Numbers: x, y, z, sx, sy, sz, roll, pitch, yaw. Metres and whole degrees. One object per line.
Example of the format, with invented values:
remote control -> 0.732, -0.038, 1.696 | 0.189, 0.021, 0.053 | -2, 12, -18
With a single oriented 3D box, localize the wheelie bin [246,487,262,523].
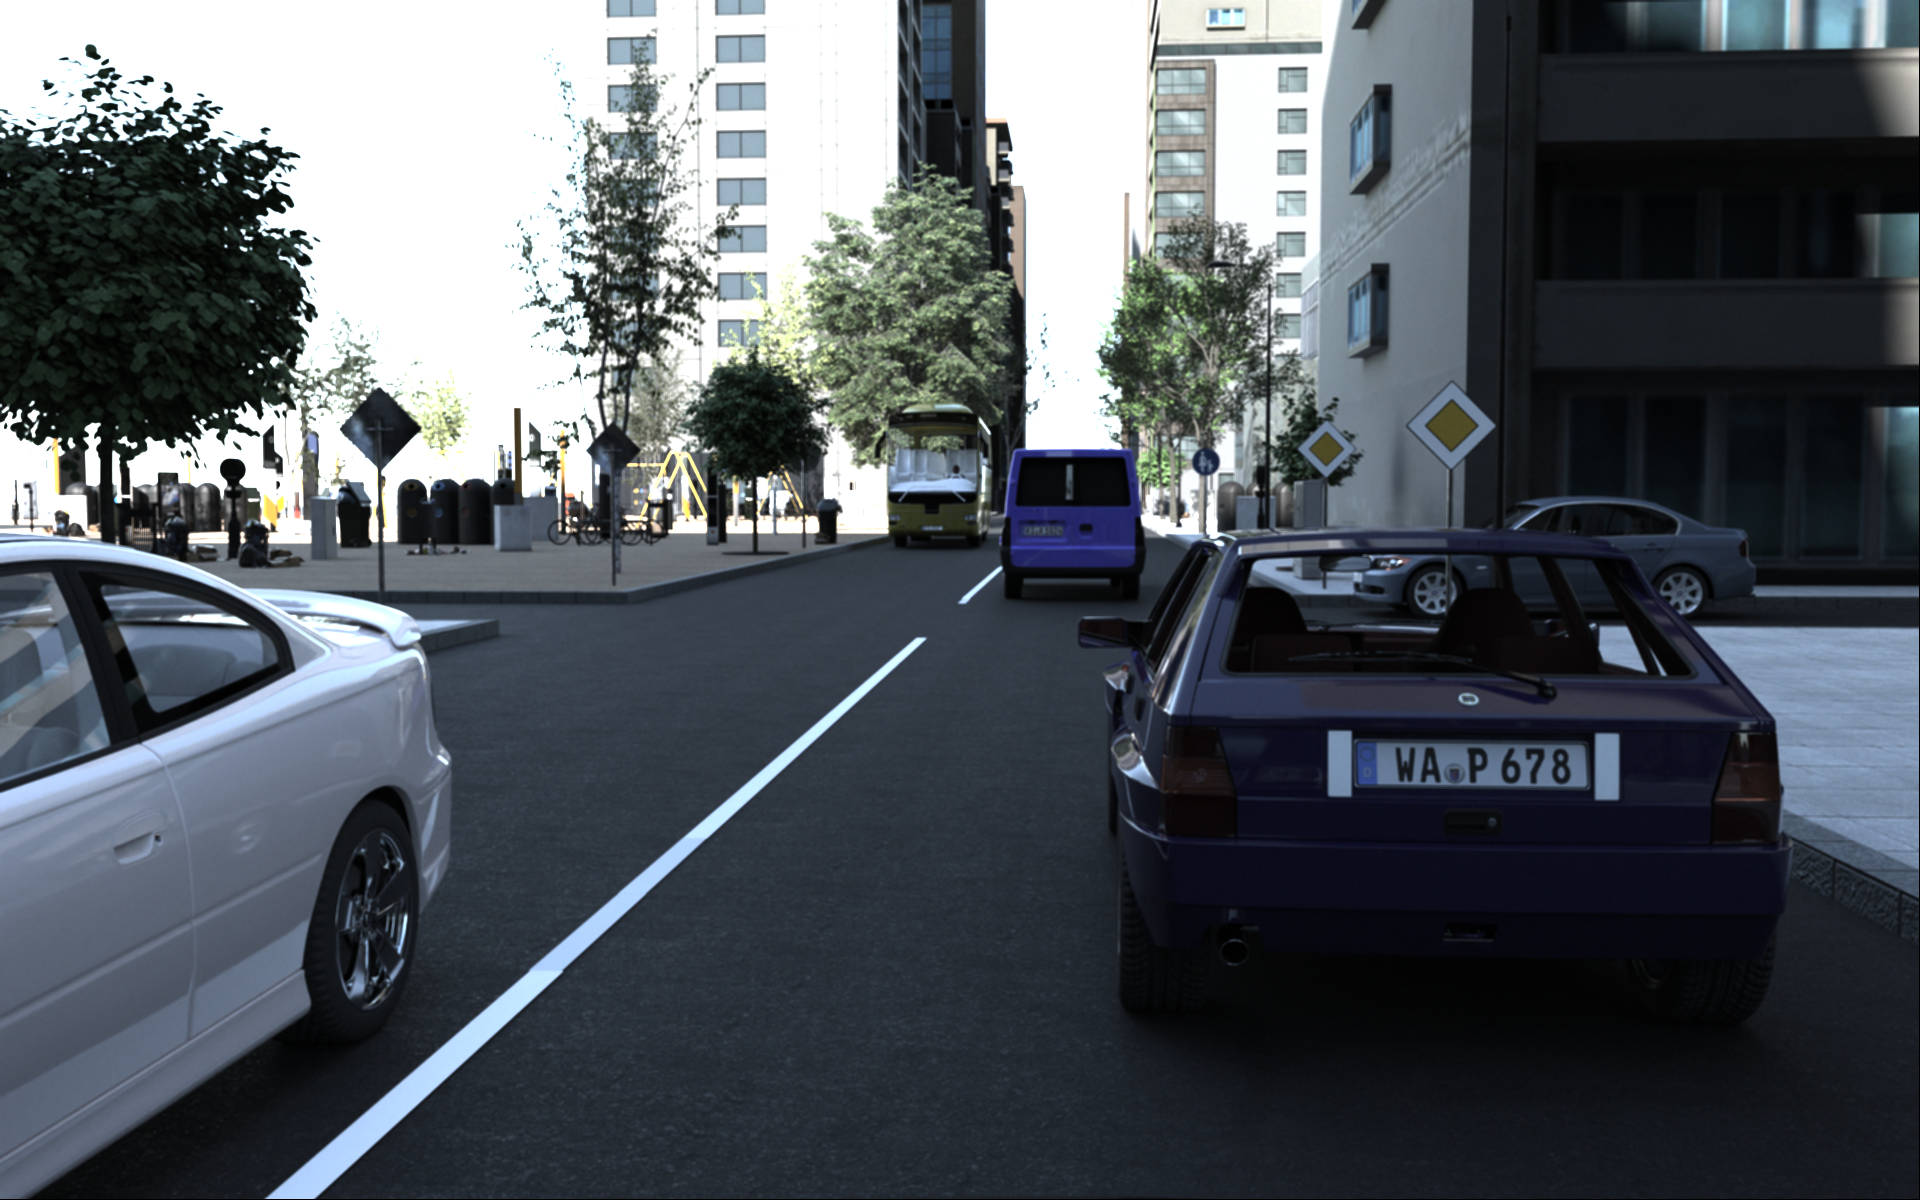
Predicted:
wheelie bin -> -30.172, -4.016, 73.566 | 0.693, 1.594, 0.980 | 3, 5, 42

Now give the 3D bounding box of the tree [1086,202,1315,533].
tree -> 7.710, -7.468, 56.515 | 8.767, 10.594, 7.601 | 3, 5, 41

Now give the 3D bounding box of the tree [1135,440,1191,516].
tree -> 12.035, -7.303, 103.125 | 4.285, 4.588, 4.351 | 0, 3, 0

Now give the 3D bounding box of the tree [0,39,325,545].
tree -> -6.250, -1.778, 12.780 | 4.285, 4.588, 4.351 | 0, 3, 0

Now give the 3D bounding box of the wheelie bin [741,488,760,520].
wheelie bin -> -10.525, -4.835, 86.959 | 0.980, 1.594, 0.693 | -1, 4, -10

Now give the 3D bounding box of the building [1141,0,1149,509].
building -> 22.783, -30.570, 149.923 | 14.600, 45.320, 14.200 | 0, 4, 4

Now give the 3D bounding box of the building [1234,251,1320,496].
building -> 24.860, -46.632, 75.110 | 22.319, 86.520, 31.000 | 0, 4, 4

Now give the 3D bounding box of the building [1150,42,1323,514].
building -> 19.680, -20.986, 114.820 | 14.160, 30.474, 14.107 | 0, 4, 4

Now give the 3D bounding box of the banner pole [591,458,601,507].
banner pole -> -18.660, -6.032, 88.634 | 0.863, 3.779, 0.401 | 2, 4, 33

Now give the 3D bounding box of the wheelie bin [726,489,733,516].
wheelie bin -> -13.218, -5.617, 99.739 | 0.980, 1.594, 0.693 | -3, 5, -39

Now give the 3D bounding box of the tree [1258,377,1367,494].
tree -> 5.796, -2.090, 28.770 | 1.663, 3.219, 1.824 | 0, 3, 0

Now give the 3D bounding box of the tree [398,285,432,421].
tree -> -19.728, -6.535, 57.210 | 4.360, 8.622, 3.978 | 0, 3, 0

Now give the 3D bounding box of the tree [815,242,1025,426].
tree -> -1.837, -10.446, 81.158 | 12.009, 13.543, 11.850 | 0, 3, 0

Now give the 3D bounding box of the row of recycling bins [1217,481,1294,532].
row of recycling bins -> 9.995, -2.965, 55.592 | 3.534, 1.692, 1.069 | -1, 4, -13

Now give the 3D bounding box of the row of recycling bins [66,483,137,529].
row of recycling bins -> -31.217, -3.480, 64.003 | 1.069, 1.692, 3.534 | 2, 4, 30

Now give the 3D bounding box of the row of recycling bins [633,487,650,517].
row of recycling bins -> -17.562, -5.543, 97.740 | 1.069, 1.692, 3.534 | -2, 4, -27

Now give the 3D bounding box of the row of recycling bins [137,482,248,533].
row of recycling bins -> -25.655, -3.132, 58.328 | 3.534, 1.692, 1.069 | 1, 4, 9

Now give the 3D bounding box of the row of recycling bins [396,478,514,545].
row of recycling bins -> -12.786, -2.270, 44.231 | 3.534, 1.692, 1.069 | 1, 4, 16

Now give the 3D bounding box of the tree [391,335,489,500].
tree -> -23.528, -7.895, 79.441 | 4.737, 8.622, 4.395 | 0, 3, 0

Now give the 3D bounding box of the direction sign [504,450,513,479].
direction sign -> -23.344, -5.948, 89.241 | 0.876, 3.537, 0.379 | 2, 4, 33

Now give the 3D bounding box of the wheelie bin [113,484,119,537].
wheelie bin -> -25.281, -2.688, 51.852 | 0.980, 1.594, 0.693 | 2, 4, 31

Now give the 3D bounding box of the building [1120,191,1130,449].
building -> 30.160, -36.611, 248.700 | 14.600, 45.320, 14.200 | 0, 4, 4

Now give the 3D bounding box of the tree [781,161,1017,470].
tree -> -2.222, -9.886, 68.286 | 9.857, 13.997, 8.962 | 0, 3, 0

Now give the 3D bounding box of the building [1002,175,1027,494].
building -> 2.317, -36.339, 244.248 | 14.600, 45.320, 14.200 | 0, 4, 4

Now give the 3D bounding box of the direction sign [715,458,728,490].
direction sign -> -13.179, -6.319, 95.319 | 0.876, 3.537, 0.379 | 0, 4, 5

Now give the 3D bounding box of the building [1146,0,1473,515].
building -> 25.392, -31.072, 131.725 | 21.300, 48.544, 21.600 | 0, 4, 4

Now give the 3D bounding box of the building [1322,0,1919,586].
building -> 18.093, -24.972, 31.991 | 21.600, 48.544, 21.300 | 0, 4, 4

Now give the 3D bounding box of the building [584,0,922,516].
building -> -10.797, -41.033, 109.141 | 20.563, 71.187, 20.611 | 0, 4, 4

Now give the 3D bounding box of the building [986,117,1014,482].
building -> -5.166, -33.240, 198.099 | 22.147, 44.769, 28.867 | 0, 4, 4

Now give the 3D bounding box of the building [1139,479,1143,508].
building -> 24.118, -29.389, 164.105 | 14.154, 41.232, 14.086 | 0, 4, 4

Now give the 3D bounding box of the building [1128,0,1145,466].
building -> 29.756, -40.030, 196.493 | 21.231, 58.520, 28.212 | 0, 4, 4

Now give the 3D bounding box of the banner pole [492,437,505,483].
banner pole -> -20.138, -5.238, 75.651 | 0.401, 3.779, 0.863 | 2, 4, 25

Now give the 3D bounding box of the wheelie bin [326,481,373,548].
wheelie bin -> -14.563, -2.057, 41.545 | 0.693, 1.594, 0.980 | 1, 4, 9

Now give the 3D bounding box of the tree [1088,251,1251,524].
tree -> 9.122, -9.124, 74.932 | 9.928, 11.665, 9.643 | 0, 3, 0

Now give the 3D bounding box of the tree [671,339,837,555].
tree -> -4.460, -3.258, 36.983 | 4.285, 4.588, 4.351 | 0, 3, 0

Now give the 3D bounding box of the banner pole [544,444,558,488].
banner pole -> -20.463, -5.901, 86.492 | 0.863, 3.779, 0.401 | -1, 4, -22

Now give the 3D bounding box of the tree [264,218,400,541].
tree -> -17.924, -5.901, 46.850 | 4.360, 8.622, 3.978 | 0, 3, 0

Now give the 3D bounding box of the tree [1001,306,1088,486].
tree -> 6.209, -19.451, 173.914 | 12.611, 20.169, 13.585 | 0, 3, 0

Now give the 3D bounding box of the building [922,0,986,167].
building -> -5.150, -30.048, 141.398 | 14.600, 45.320, 14.200 | 0, 4, 4

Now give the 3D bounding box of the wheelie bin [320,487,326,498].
wheelie bin -> -26.385, -3.947, 72.444 | 0.980, 1.594, 0.693 | 3, 4, 36

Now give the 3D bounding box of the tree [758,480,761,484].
tree -> -11.192, -8.558, 90.290 | 4.360, 8.622, 3.978 | 0, 3, 0

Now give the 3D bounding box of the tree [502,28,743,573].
tree -> -5.606, -4.757, 28.147 | 4.360, 8.622, 3.978 | 0, 3, 0

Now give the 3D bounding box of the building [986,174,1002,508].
building -> -3.555, -23.498, 155.901 | 14.160, 30.474, 14.107 | 0, 4, 4

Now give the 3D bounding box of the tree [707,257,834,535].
tree -> -5.864, -6.353, 54.230 | 4.737, 8.622, 4.395 | 0, 3, 0

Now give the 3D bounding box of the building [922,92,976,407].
building -> -6.249, -21.757, 127.428 | 14.160, 30.474, 14.107 | 0, 4, 4
